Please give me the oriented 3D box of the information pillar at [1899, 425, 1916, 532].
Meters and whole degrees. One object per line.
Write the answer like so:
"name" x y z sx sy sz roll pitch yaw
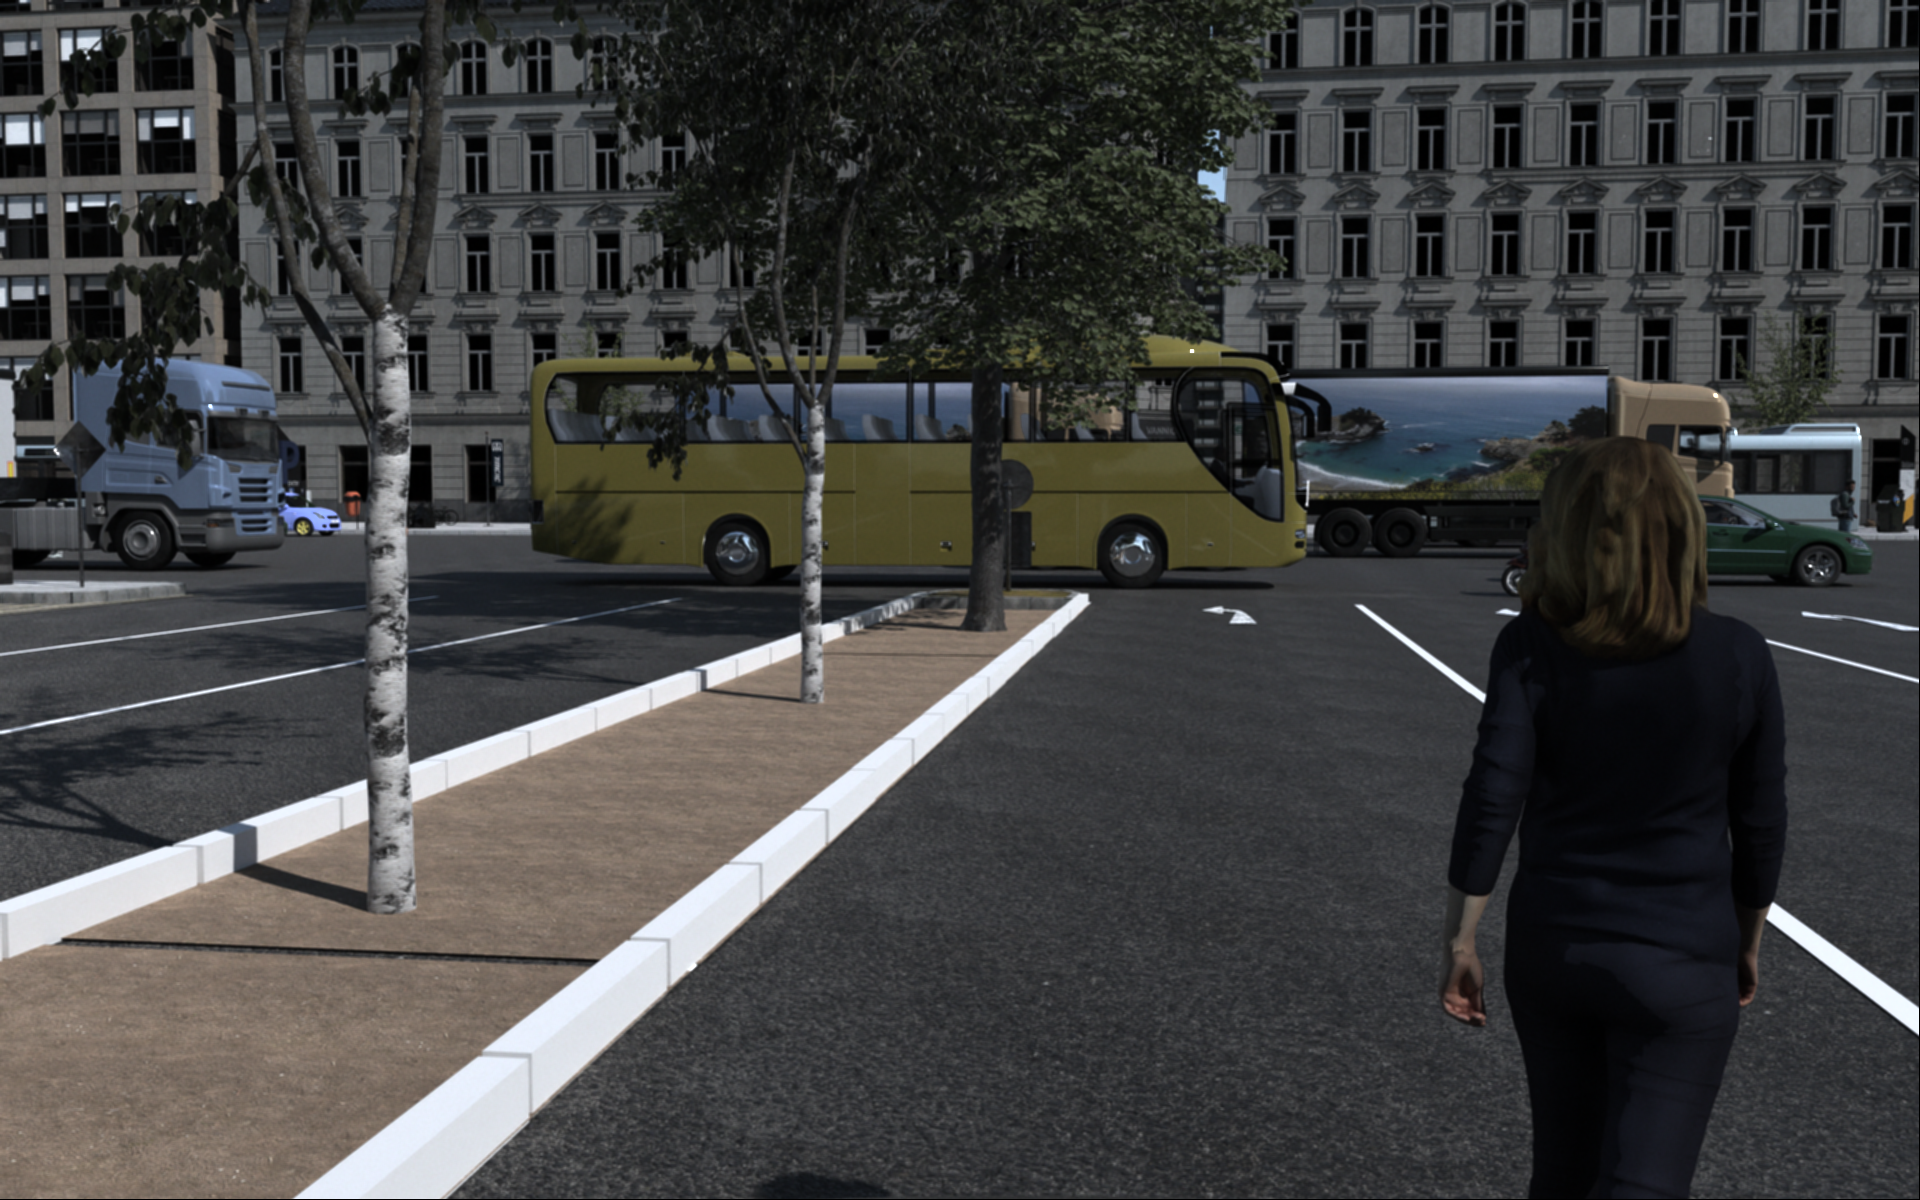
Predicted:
"information pillar" 31.972 -4.107 58.511 0.504 3.616 0.183 0 4 1

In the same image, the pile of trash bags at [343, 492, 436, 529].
"pile of trash bags" -21.258 -3.322 64.064 1.912 1.369 3.447 2 4 34

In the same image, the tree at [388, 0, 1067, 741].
"tree" -0.995 -3.609 11.823 4.360 8.622 3.978 0 3 0

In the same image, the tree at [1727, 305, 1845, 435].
"tree" 32.041 -7.135 67.019 4.737 8.622 4.395 0 3 0

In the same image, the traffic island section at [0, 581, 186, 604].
"traffic island section" -12.107 -0.096 23.844 2.009 0.180 2.903 1 4 8

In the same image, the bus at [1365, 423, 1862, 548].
"bus" 16.769 -3.165 46.601 13.247 3.499 2.948 0 4 7

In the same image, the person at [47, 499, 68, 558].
"person" -20.384 -1.825 39.063 0.376 1.734 0.841 -3 5 -40

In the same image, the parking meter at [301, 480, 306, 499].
"parking meter" -27.216 -4.027 71.547 0.399 1.863 0.255 -1 4 -13

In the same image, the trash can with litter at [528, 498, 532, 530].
"trash can with litter" -14.933 -3.098 62.034 1.055 1.170 0.624 2 4 24

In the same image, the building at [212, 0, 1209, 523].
"building" -10.346 -18.756 83.074 44.131 29.872 17.030 1 4 8

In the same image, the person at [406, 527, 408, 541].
"person" -9.622 -1.006 29.637 0.352 1.250 0.332 -1 4 -18

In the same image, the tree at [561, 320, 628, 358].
"tree" -15.121 -7.511 73.170 4.737 8.622 4.395 0 3 0

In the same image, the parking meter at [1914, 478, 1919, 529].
"parking meter" 35.274 -3.541 63.601 0.255 1.863 0.399 0 4 8

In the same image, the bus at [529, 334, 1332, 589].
"bus" -0.493 -2.195 27.438 12.252 3.916 2.896 0 4 7

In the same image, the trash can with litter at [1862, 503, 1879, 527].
"trash can with litter" 35.469 -3.391 66.835 1.055 1.170 0.624 0 4 -5

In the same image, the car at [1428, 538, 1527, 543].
"car" 15.664 -2.611 51.729 4.494 1.783 2.155 0 4 7

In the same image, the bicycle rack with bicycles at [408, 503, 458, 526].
"bicycle rack with bicycles" -22.091 -3.545 71.339 2.925 0.926 2.852 0 4 3

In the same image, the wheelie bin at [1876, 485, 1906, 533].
"wheelie bin" 31.009 -3.044 57.684 0.693 1.594 0.980 -1 4 -14

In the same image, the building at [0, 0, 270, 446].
"building" -49.272 -17.473 90.195 34.151 26.468 19.350 1 4 8

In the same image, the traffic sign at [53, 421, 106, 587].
"traffic sign" -12.082 -1.232 23.779 0.795 2.450 0.064 1 4 8

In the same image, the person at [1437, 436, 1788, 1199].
"person" 0.915 0.529 2.390 0.480 1.512 0.613 0 4 6

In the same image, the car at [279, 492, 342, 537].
"car" -23.099 -3.039 59.280 3.694 1.707 1.945 1 4 8

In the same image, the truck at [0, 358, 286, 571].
"truck" -21.966 -2.709 34.044 18.799 4.110 2.967 0 4 8

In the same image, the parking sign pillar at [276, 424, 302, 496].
"parking sign pillar" -24.570 -4.566 63.126 1.447 3.967 1.447 1 4 12

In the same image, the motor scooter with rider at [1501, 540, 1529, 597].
"motor scooter with rider" 8.548 -0.921 24.017 1.986 1.779 0.876 1 4 10

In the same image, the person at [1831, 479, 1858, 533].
"person" 21.099 -1.983 41.273 0.721 1.781 0.623 0 4 8

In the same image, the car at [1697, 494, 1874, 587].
"car" 11.915 -0.971 27.680 4.920 1.459 2.131 1 4 10

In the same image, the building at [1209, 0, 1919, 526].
"building" 33.455 -18.388 77.066 44.131 29.872 17.030 1 4 8

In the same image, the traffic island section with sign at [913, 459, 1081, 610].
"traffic island section with sign" 0.545 -0.864 22.264 2.006 1.907 1.989 1 4 8

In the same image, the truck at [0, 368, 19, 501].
"truck" -26.948 -3.039 38.598 11.283 4.237 2.839 0 4 7

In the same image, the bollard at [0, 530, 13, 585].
"bollard" -13.684 -0.604 24.597 0.404 0.777 0.398 0 3 0

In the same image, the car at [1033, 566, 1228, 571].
"car" 3.221 -1.500 33.192 5.304 1.827 2.281 0 4 8

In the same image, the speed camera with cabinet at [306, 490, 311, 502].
"speed camera with cabinet" -29.127 -4.920 74.771 2.038 3.252 0.660 -1 4 -14

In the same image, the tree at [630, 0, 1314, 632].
"tree" 0.223 -5.966 18.131 7.486 12.596 7.792 0 3 0

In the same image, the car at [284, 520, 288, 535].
"car" -22.746 -2.474 52.252 4.920 1.459 2.131 1 4 8

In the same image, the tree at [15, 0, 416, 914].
"tree" -1.931 -3.248 5.918 4.360 8.622 3.978 0 3 0

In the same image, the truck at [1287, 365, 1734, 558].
"truck" 12.060 -3.079 39.260 11.283 4.237 2.839 1 4 9

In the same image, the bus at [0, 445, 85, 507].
"bus" -31.040 -3.741 56.024 13.247 3.499 2.948 0 4 7
